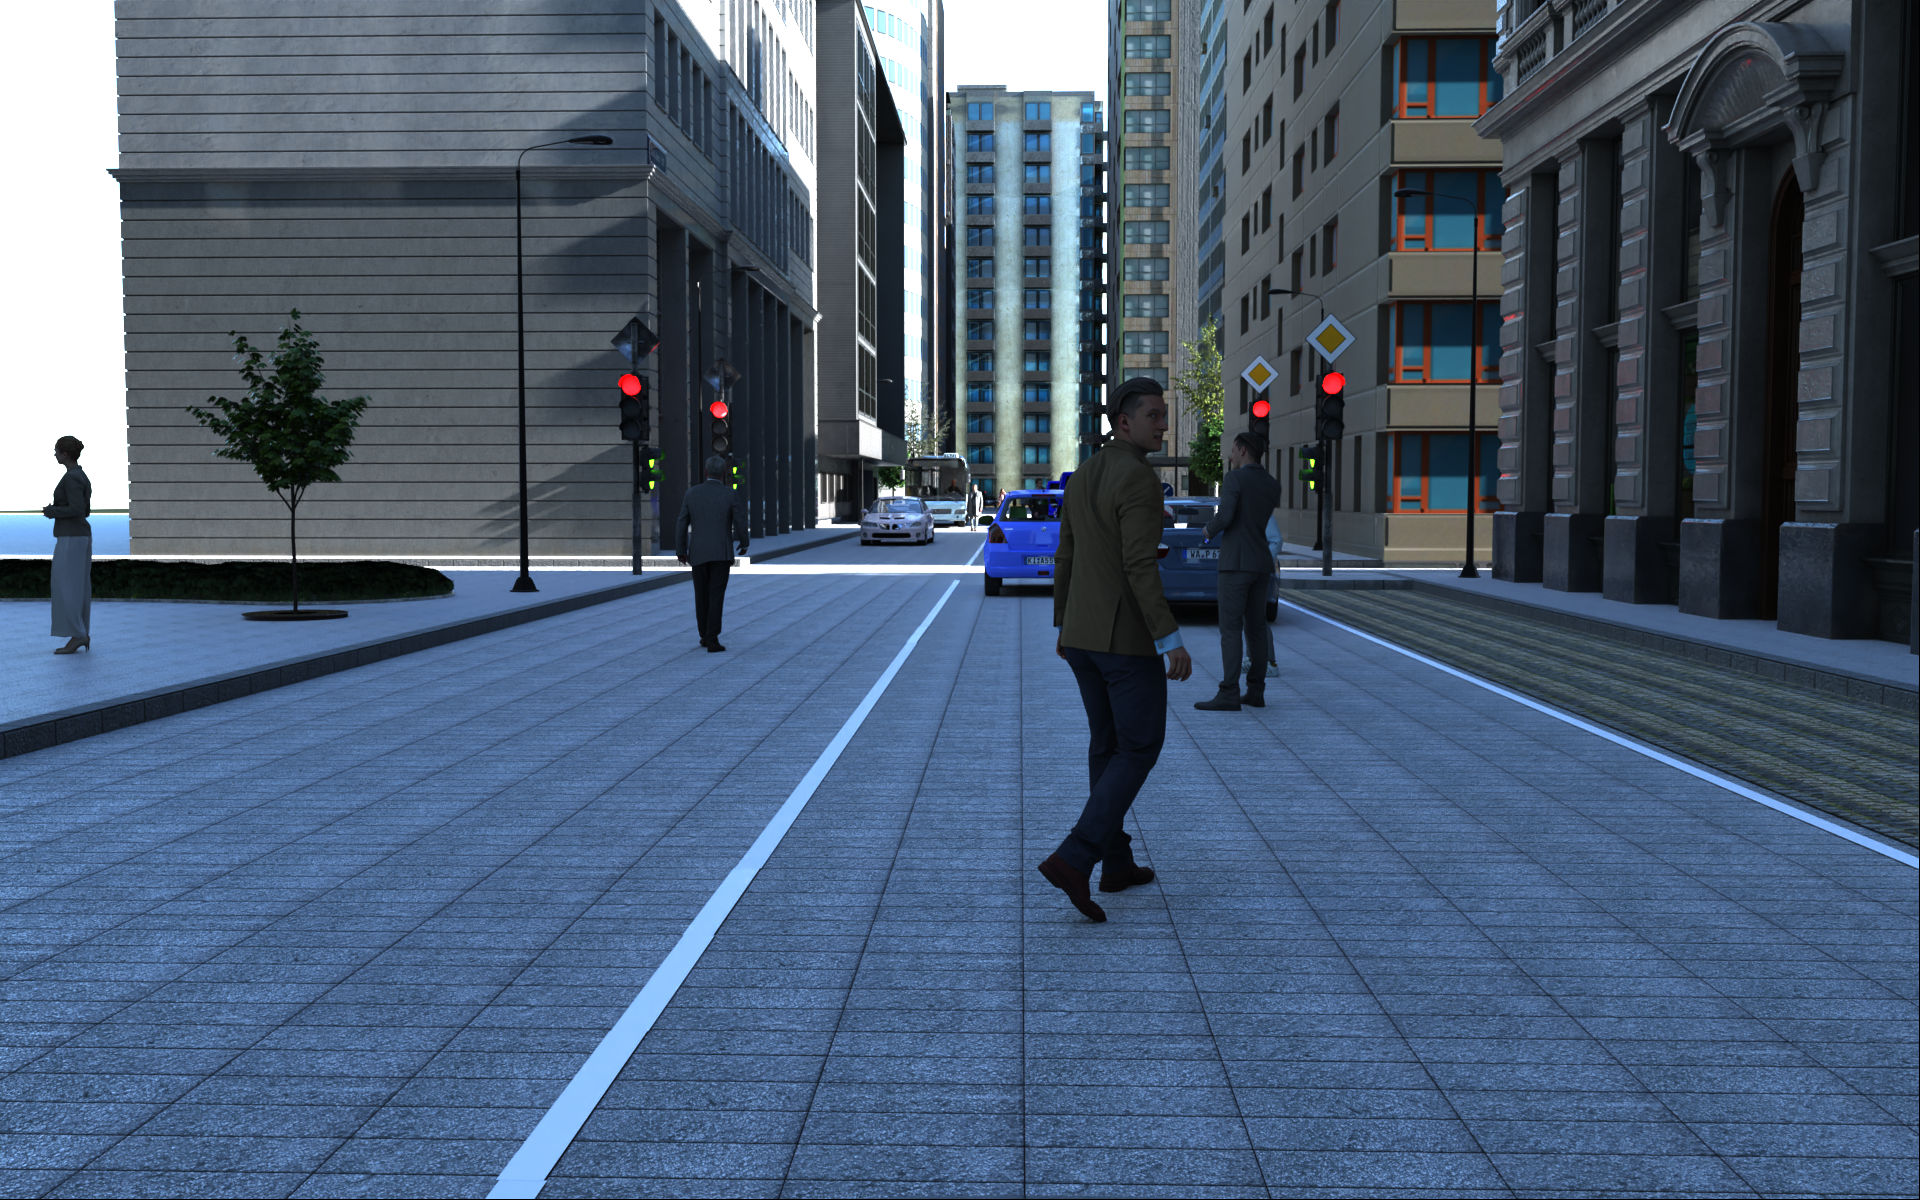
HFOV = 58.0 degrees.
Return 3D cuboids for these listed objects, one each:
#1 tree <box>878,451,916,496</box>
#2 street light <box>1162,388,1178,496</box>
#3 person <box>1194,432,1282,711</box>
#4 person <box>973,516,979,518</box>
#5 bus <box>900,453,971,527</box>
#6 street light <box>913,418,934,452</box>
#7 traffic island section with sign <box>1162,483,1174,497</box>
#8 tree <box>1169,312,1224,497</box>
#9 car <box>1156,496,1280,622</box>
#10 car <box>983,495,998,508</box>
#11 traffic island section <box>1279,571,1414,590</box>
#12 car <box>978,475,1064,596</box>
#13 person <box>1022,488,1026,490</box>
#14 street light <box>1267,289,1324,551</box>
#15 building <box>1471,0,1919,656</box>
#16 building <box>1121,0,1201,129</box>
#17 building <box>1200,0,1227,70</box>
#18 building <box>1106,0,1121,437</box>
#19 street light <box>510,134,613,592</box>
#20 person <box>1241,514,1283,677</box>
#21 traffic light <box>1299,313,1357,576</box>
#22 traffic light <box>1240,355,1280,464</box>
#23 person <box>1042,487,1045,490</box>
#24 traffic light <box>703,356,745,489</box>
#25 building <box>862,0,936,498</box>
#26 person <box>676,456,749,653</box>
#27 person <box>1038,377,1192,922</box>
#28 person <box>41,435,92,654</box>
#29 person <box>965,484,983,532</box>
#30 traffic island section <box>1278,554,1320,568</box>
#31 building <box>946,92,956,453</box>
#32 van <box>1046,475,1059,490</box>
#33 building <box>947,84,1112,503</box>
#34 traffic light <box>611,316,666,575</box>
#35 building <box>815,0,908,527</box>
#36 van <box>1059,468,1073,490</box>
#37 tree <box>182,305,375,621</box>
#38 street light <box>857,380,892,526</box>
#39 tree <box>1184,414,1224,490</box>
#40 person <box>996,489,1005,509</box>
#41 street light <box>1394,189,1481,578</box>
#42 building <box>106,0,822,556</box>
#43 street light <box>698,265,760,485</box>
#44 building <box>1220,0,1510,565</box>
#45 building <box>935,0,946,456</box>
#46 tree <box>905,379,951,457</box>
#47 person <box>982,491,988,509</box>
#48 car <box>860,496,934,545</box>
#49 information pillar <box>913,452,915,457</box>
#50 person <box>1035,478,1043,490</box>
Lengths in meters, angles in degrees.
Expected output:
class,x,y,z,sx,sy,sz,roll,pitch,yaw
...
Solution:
class,x,y,z,sx,sy,sz,roll,pitch,yaw
tree,-3.998,-7.287,102.857,4.285,4.588,4.351,0,3,0
street light,8.839,-6.267,75.010,1.470,5.913,1.316,0,4,2
person,1.839,-0.204,11.647,0.655,1.846,0.447,-3,5,-44
person,0.928,-5.710,102.110,0.529,1.795,0.600,-2,4,-27
bus,-0.922,-5.088,78.054,2.948,3.499,13.247,0,4,1
street light,-2.285,-8.128,105.439,1.470,5.913,1.316,0,4,2
traffic island section with sign,6.947,-3.168,60.420,1.989,1.847,2.006,0,4,2
tree,10.779,-7.384,71.087,4.737,8.622,4.395,0,3,0
car,2.760,-0.536,20.770,2.014,1.417,4.499,0,4,3
car,3.065,-10.476,183.868,1.945,1.354,3.894,0,4,1
traffic island section,5.780,-0.299,27.168,2.009,0.180,2.903,0,4,2
car,1.228,-0.982,25.648,1.945,1.707,3.694,0,4,2
person,3.527,-5.471,98.130,0.526,1.800,0.537,2,4,28
street light,7.657,-4.086,39.342,1.470,5.913,1.316,0,4,2
building,12.518,-11.454,16.148,11.050,23.489,19.941,0,4,2
building,18.608,-27.072,126.219,14.154,41.232,14.086,0,4,2
building,24.579,-23.981,83.964,32.217,40.220,23.993,0,4,2
building,26.537,-34.127,147.215,28.713,52.752,27.495,0,4,2
street light,-5.181,-3.059,22.554,1.470,5.913,1.316,0,4,2
person,2.328,-0.212,13.773,0.330,1.601,0.589,-1,4,-11
traffic light,5.741,-2.332,27.056,0.839,4.253,0.868,0,4,2
traffic light,6.019,-2.820,35.036,0.839,4.253,0.868,0,4,2
person,3.964,-4.667,85.070,0.793,1.790,0.793,1,4,8
traffic light,-4.836,-2.843,35.397,0.839,4.253,0.868,0,4,2
building,-12.912,-35.603,124.102,21.231,58.520,28.212,0,4,2
person,-2.278,-0.435,16.014,0.661,1.777,0.834,0,4,-2
person,0.550,0.146,6.025,0.656,1.842,0.836,2,4,33
person,-7.250,-0.457,14.068,0.362,1.759,0.519,-1,4,-16
person,0.523,-3.523,66.210,0.694,1.812,0.767,1,4,11
traffic island section,6.059,-0.787,35.148,2.009,0.180,2.903,0,4,2
building,-7.463,-30.282,178.712,14.086,41.232,14.154,0,4,2
van,4.914,-4.736,81.814,2.240,2.365,5.245,0,4,2
building,2.557,-35.832,205.456,30.456,49.044,23.786,0,4,2
traffic light,-5.115,-2.355,27.417,0.839,4.253,0.868,0,4,2
building,-10.470,-15.937,79.644,14.314,24.678,30.058,0,4,2
van,3.663,-2.733,49.064,2.240,2.365,5.245,0,4,3
tree,-6.777,-1.420,17.820,1.663,3.219,1.824,0,3,0
street light,-3.451,-5.983,70.360,1.470,5.913,1.316,0,4,2
tree,10.337,-5.078,66.739,4.285,4.588,4.351,0,3,0
person,2.442,-5.789,103.746,0.593,1.750,0.643,-1,4,-18
street light,7.299,-3.300,26.489,1.470,5.913,1.316,0,4,2
building,-11.220,-16.644,49.622,11.434,29.767,29.804,0,4,2
street light,-4.758,-3.838,35.285,1.470,5.913,1.316,0,4,2
building,23.100,-12.293,46.026,28.899,21.520,27.650,0,4,2
building,-8.522,-31.233,160.768,14.600,45.320,14.200,0,4,2
tree,-2.766,-9.689,108.778,4.360,8.622,3.978,0,3,0
person,2.421,-9.921,171.421,1.217,1.735,0.721,3,5,39
car,-1.764,-2.291,49.823,2.083,1.381,4.827,0,4,3
information pillar,-2.597,-6.489,97.455,0.183,3.616,0.504,0,4,3
person,2.115,-2.264,45.295,0.659,1.850,0.755,-1,4,-19
